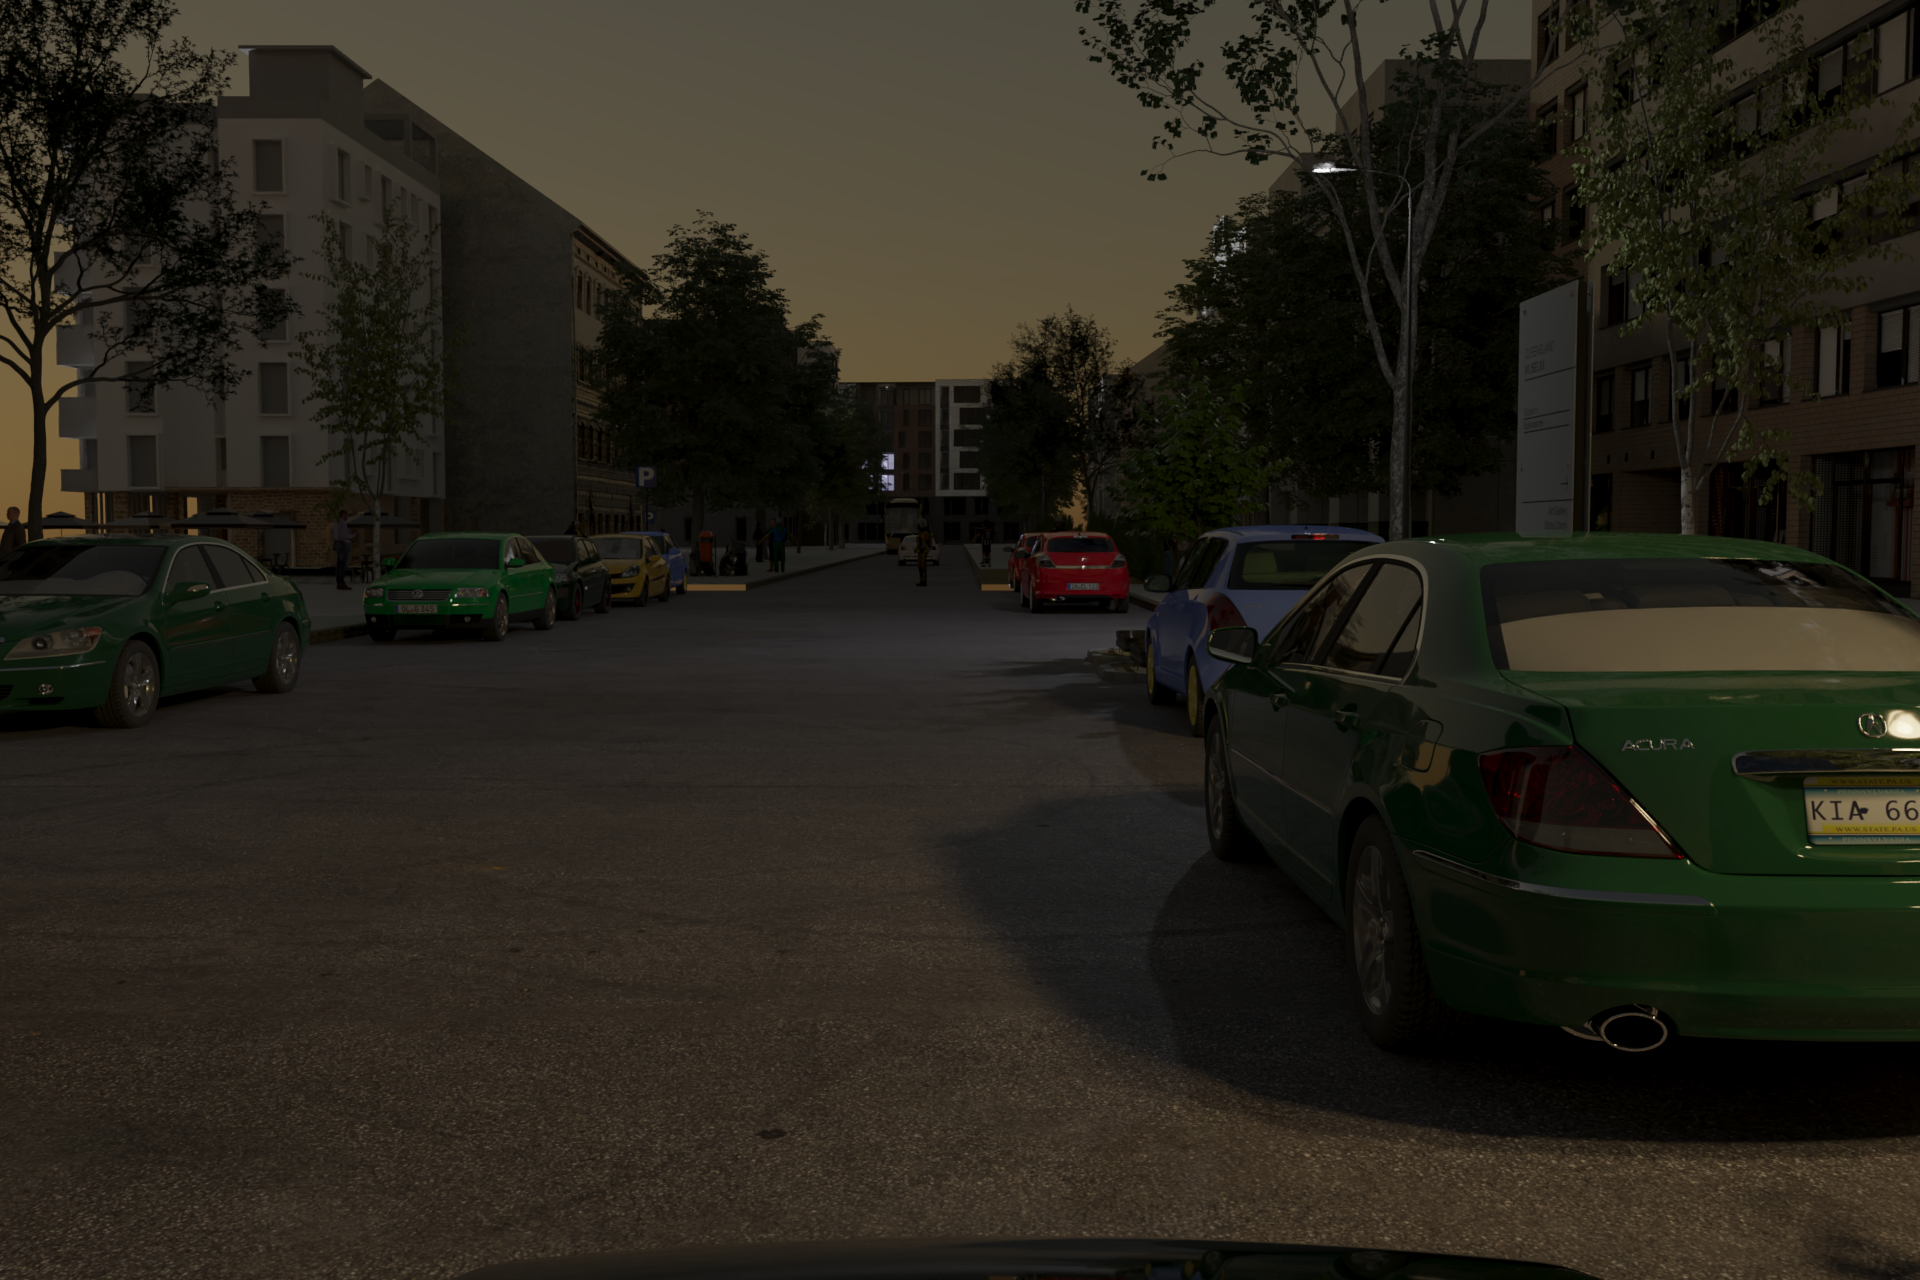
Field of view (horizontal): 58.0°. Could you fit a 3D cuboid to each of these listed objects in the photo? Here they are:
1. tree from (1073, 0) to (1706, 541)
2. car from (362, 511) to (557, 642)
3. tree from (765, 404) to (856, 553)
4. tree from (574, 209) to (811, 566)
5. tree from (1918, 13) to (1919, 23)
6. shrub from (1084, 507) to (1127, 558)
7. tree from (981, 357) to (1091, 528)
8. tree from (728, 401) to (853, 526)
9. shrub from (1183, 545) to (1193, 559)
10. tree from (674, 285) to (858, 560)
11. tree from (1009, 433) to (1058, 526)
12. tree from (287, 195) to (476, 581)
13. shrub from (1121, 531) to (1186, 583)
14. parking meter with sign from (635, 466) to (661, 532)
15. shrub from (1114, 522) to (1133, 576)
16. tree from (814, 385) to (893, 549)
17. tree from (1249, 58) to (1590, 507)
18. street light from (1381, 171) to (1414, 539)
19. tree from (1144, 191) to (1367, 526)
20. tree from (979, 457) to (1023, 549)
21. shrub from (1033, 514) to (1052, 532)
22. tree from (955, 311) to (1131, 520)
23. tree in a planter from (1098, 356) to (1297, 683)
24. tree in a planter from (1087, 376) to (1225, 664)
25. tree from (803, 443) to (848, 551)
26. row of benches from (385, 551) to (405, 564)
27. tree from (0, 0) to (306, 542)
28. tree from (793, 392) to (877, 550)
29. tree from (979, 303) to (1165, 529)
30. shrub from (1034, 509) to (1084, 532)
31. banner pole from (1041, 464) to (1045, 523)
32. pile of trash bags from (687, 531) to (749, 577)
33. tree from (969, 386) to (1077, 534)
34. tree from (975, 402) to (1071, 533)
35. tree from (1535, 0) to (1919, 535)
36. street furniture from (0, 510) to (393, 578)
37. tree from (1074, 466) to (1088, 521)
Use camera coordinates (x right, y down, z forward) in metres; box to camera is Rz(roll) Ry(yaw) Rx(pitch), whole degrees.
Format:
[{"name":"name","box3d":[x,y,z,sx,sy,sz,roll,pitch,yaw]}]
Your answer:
[{"name":"tree","box3d":[8.435,-10.836,33.059,12.611,20.169,13.585,0,3,0]},{"name":"car","box3d":[-6.977,-0.960,24.490,1.959,1.807,4.718,0,4,0]},{"name":"tree","box3d":[-10.395,-11.042,114.943,7.601,10.594,8.767,-1,4,-11]},{"name":"tree","box3d":[-10.644,-9.989,69.982,9.857,13.997,8.962,0,3,0]},{"name":"tree","box3d":[8.517,-4.561,8.989,7.601,10.594,8.767,-2,4,-32]},{"name":"shrub","box3d":[3.880,-2.674,48.145,1.690,2.028,1.600,0,3,0]},{"name":"tree","box3d":[4.963,-11.787,110.840,7.486,12.596,7.792,0,3,0]},{"name":"tree","box3d":[-10.114,-10.060,98.899,8.767,10.594,7.601,0,4,6]},{"name":"shrub","box3d":[8.478,-3.126,62.231,1.383,1.207,1.383,0,3,0]},{"name":"tree","box3d":[-9.906,-10.980,86.170,9.857,13.997,8.962,0,3,0]},{"name":"tree","box3d":[5.173,-10.296,118.705,4.737,8.622,4.395,0,3,0]},{"name":"tree","box3d":[-12.945,-5.388,38.458,4.737,8.622,4.395,0,3,0]},{"name":"shrub","box3d":[5.036,-2.483,45.014,1.690,2.028,1.600,0,3,0]},{"name":"parking meter with sign","box3d":[-8.055,-3.001,45.327,0.543,3.016,1.738,0,4,-1]},{"name":"shrub","box3d":[5.154,-2.963,52.481,1.661,2.075,1.752,0,3,0]},{"name":"tree","box3d":[-10.271,-14.881,149.960,9.857,13.997,8.962,0,3,0]},{"name":"tree","box3d":[12.326,-8.659,48.237,9.857,13.997,8.962,0,3,0]},{"name":"street light","box3d":[6.170,-3.010,21.753,1.470,5.913,1.316,0,3,0]},{"name":"tree","box3d":[9.882,-8.574,58.312,7.486,12.596,7.792,0,3,0]},{"name":"tree","box3d":[5.441,-13.688,149.561,9.928,11.665,9.643,0,3,0]},{"name":"shrub","box3d":[3.109,-3.402,60.045,1.690,2.028,1.600,0,3,0]},{"name":"tree","box3d":[4.760,-11.379,96.414,12.009,13.543,11.850,0,3,0]},{"name":"tree in a planter","box3d":[2.409,-1.234,17.398,1.991,3.239,1.994,0,4,1]},{"name":"tree in a planter","box3d":[2.460,-1.369,19.601,1.991,3.239,1.994,0,4,1]},{"name":"tree","box3d":[-10.088,-10.917,128.861,4.737,8.622,4.395,0,3,0]},{"name":"row of benches","box3d":[-18.985,-2.949,63.678,4.104,0.672,1.422,0,4,-2]},{"name":"tree","box3d":[-13.198,-5.544,25.050,7.601,10.594,8.767,-2,4,-28]},{"name":"tree","box3d":[-10.601,-13.372,136.755,7.486,12.596,7.792,0,3,0]},{"name":"tree","box3d":[5.263,-8.280,69.787,8.767,10.594,7.601,-3,5,-42]},{"name":"shrub","box3d":[3.039,-2.987,52.872,1.661,2.075,1.752,0,3,0]},{"name":"banner pole","box3d":[2.969,-4.402,61.991,0.401,3.779,0.863,0,3,0]},{"name":"pile of trash bags","box3d":[-7.467,-2.628,52.724,1.912,1.369,3.447,0,4,1]},{"name":"tree","box3d":[5.346,-14.173,138.378,9.857,13.997,8.962,0,3,0]},{"name":"tree","box3d":[4.892,-12.401,128.517,9.928,11.665,9.643,0,3,0]},{"name":"tree","box3d":[8.562,-4.243,19.736,4.737,8.622,4.395,0,3,0]},{"name":"street furniture","box3d":[-24.294,-3.069,55.205,27.439,1.986,14.083,0,4,2]},{"name":"tree","box3d":[20.494,-20.142,235.981,9.857,13.997,8.962,0,3,0]}]
